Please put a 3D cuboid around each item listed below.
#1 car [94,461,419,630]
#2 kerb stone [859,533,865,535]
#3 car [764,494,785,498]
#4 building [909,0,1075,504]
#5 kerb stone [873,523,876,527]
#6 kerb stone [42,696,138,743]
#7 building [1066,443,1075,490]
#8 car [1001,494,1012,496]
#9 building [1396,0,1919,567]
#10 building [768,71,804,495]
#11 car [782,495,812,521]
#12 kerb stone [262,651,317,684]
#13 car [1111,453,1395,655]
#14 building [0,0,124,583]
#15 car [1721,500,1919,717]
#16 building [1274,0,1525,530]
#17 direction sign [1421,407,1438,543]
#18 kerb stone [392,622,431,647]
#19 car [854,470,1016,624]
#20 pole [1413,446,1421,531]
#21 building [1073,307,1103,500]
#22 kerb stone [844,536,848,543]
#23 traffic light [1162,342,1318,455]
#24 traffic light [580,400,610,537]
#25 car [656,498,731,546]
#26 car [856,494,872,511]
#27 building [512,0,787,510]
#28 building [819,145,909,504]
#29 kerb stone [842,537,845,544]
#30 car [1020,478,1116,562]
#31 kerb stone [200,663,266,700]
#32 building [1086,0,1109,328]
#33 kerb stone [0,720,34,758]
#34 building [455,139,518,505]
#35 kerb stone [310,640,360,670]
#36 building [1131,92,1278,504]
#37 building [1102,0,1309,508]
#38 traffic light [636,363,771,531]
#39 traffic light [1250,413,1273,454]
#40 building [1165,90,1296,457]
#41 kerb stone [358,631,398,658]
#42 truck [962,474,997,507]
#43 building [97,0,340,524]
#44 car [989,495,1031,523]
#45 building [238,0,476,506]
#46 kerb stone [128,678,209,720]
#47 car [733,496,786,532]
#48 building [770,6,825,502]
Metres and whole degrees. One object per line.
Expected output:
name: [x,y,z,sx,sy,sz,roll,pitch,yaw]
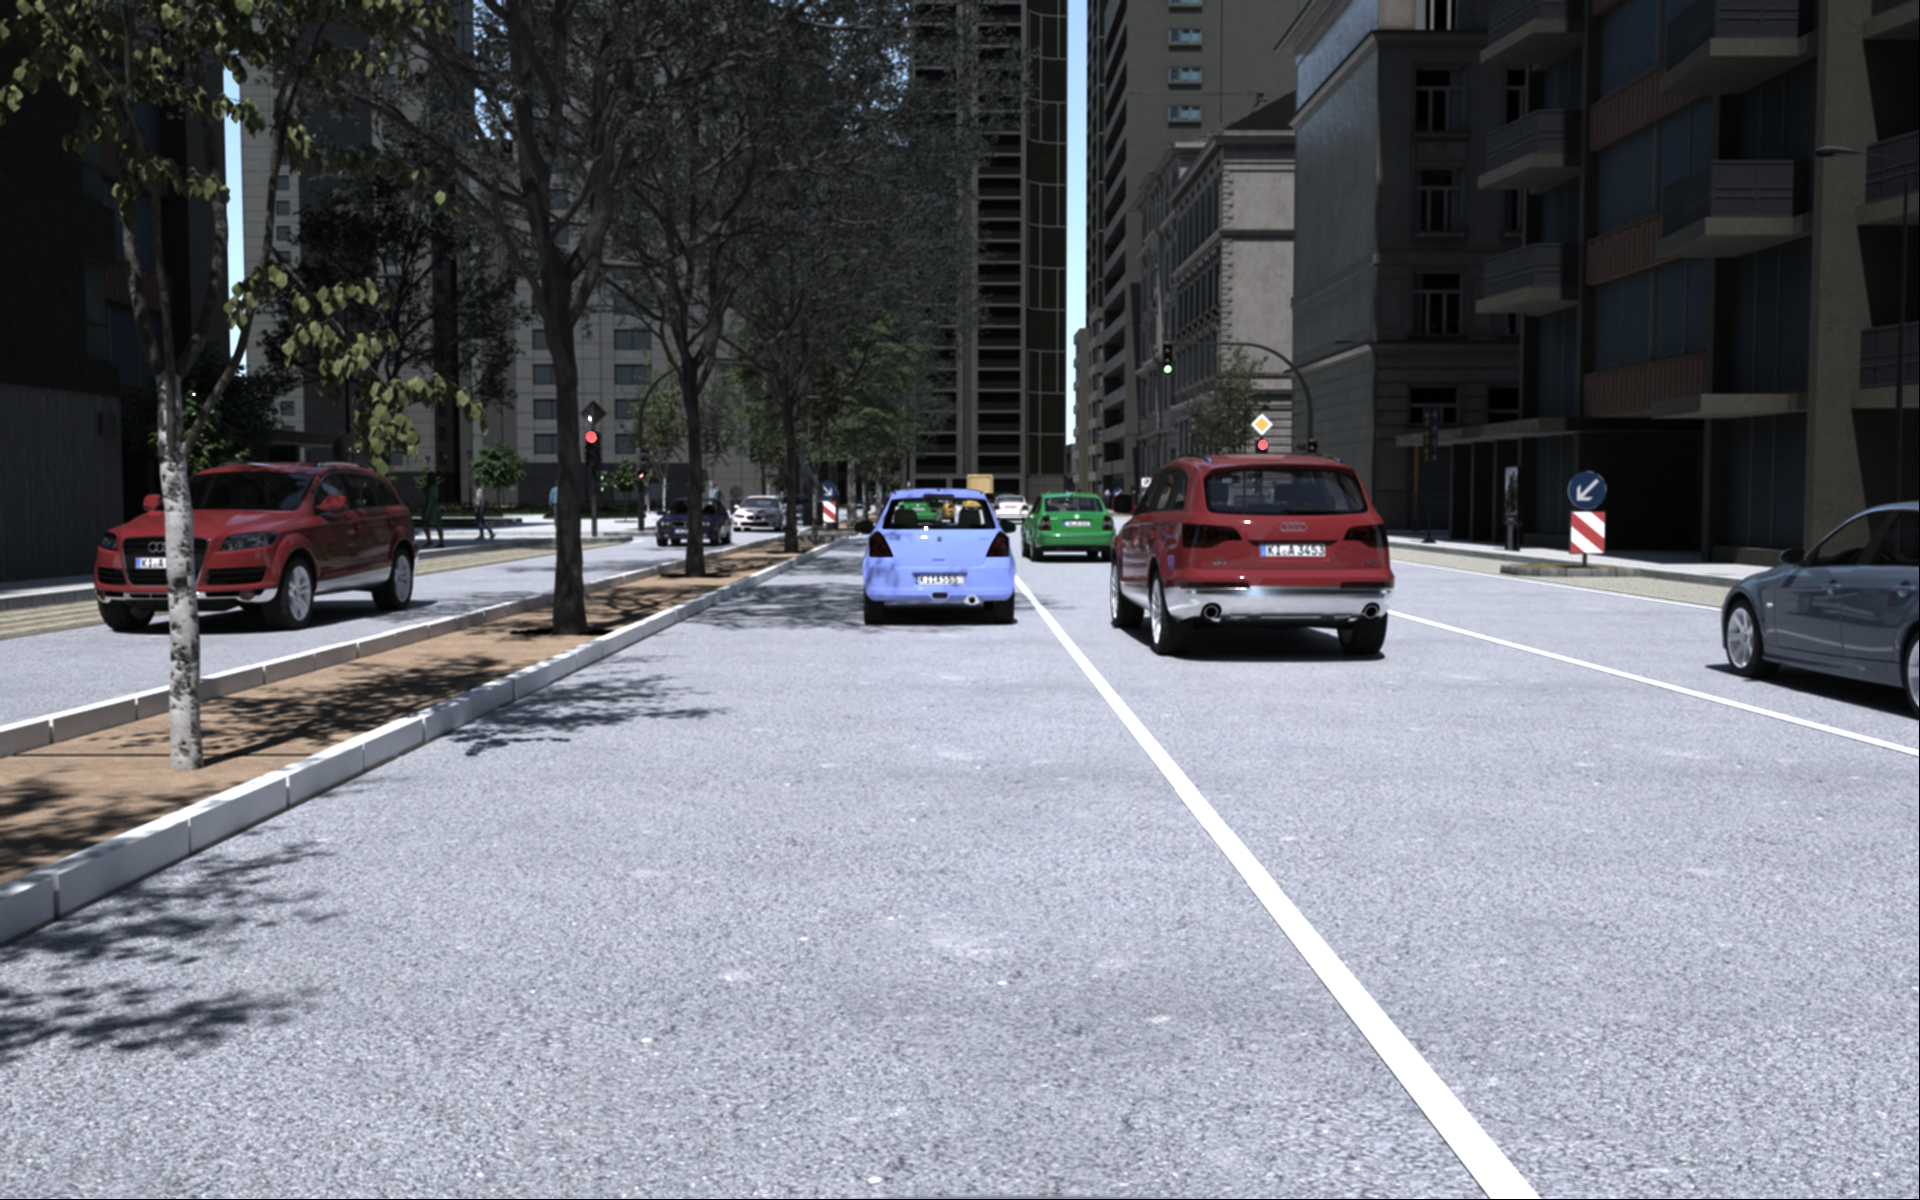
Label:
car: [-7.932,-0.690,19.959,2.281,1.827,5.304,0,4,1]
kerb stone: [-3.530,-2.507,63.228,0.120,0.150,1.000,0,4,0]
car: [-11.282,-5.694,105.093,2.014,1.417,4.499,0,4,-2]
building: [3.762,-48.320,228.281,20.611,71.187,20.563,0,4,0]
kerb stone: [-3.641,-3.323,76.533,0.120,0.150,1.000,0,4,0]
kerb stone: [-5.233,0.723,10.374,0.120,0.150,1.000,0,4,0]
building: [29.557,-56.056,229.184,31.000,86.520,22.319,0,4,0]
car: [5.463,-11.843,202.436,1.959,1.807,4.718,0,4,1]
building: [23.738,-23.318,35.867,22.147,44.769,28.867,0,4,0]
building: [-22.310,-29.271,162.182,14.154,41.232,14.086,0,4,0]
car: [-7.763,-4.303,82.356,2.014,1.417,4.499,0,4,-2]
kerb stone: [-5.258,0.536,13.447,0.120,0.150,1.000,0,4,0]
car: [2.706,-0.509,16.996,2.281,1.827,5.304,0,4,-2]
building: [-20.865,-15.248,21.008,14.160,30.474,14.107,0,4,0]
car: [6.942,-0.003,12.056,2.014,1.417,4.499,0,4,1]
building: [28.801,-14.379,68.375,30.059,22.955,16.112,0,4,0]
direction sign: [12.318,-3.266,45.388,0.379,3.537,0.876,0,4,-7]
kerb stone: [-5.282,0.347,16.517,0.120,0.150,1.000,0,4,0]
car: [-0.283,-0.661,20.406,1.945,1.707,3.694,0,4,-2]
pole: [15.718,-4.020,59.571,0.158,3.312,0.155,0,3,0]
building: [26.300,-20.177,174.930,27.650,21.520,28.899,0,4,0]
kerb stone: [-3.435,-1.725,50.393,0.120,0.150,1.000,0,4,0]
traffic light: [8.399,-4.728,51.969,4.771,5.953,1.251,0,4,0]
traffic light: [-10.970,-3.855,51.949,0.839,4.253,0.868,0,4,0]
car: [-7.472,-2.212,48.754,1.945,1.354,3.894,0,4,-1]
car: [-8.596,-8.514,148.991,2.009,1.686,4.222,0,4,-1]
building: [-24.521,-43.161,143.935,20.563,71.187,20.611,0,4,0]
building: [-17.346,-37.036,229.241,21.600,48.544,21.300,0,4,0]
kerb stone: [-3.431,-1.661,49.371,0.120,0.150,1.000,0,4,0]
car: [2.339,-1.794,38.128,1.959,1.807,4.718,0,4,-2]
kerb stone: [-5.256,0.598,12.424,0.120,0.150,1.000,0,4,0]
building: [23.301,-46.522,198.884,20.563,71.187,20.611,0,4,0]
kerb stone: [-5.233,0.786,9.346,0.120,0.150,1.000,0,4,0]
building: [-49.925,-31.734,202.440,14.086,41.232,14.154,0,4,0]
kerb stone: [-5.269,0.473,14.469,0.120,0.150,1.000,0,4,0]
building: [20.228,-20.559,123.531,14.401,28.519,23.554,0,4,0]
building: [23.888,-32.121,148.884,21.300,48.544,21.600,0,4,0]
traffic light: [-8.939,-5.218,59.985,4.771,5.953,1.251,0,4,0]
traffic light: [10.430,-4.354,60.111,0.839,4.253,0.868,0,4,0]
building: [18.693,-16.670,101.437,11.050,23.489,19.941,0,4,0]
kerb stone: [-5.269,0.415,15.495,0.120,0.150,1.000,0,4,0]
truck: [1.948,-10.629,169.703,3.469,3.379,9.791,0,4,0]
building: [-32.608,-23.637,41.093,28.867,44.769,22.147,0,4,0]
car: [2.406,-4.362,83.685,2.083,1.381,4.827,0,4,0]
building: [-67.735,-46.468,197.998,20.611,71.187,20.563,0,4,0]
kerb stone: [-5.240,0.660,11.402,0.120,0.150,1.000,0,4,0]
car: [-7.729,-3.387,67.746,2.083,1.381,4.827,0,4,1]
building: [-29.071,-37.066,195.271,27.495,52.752,28.713,0,4,0]
